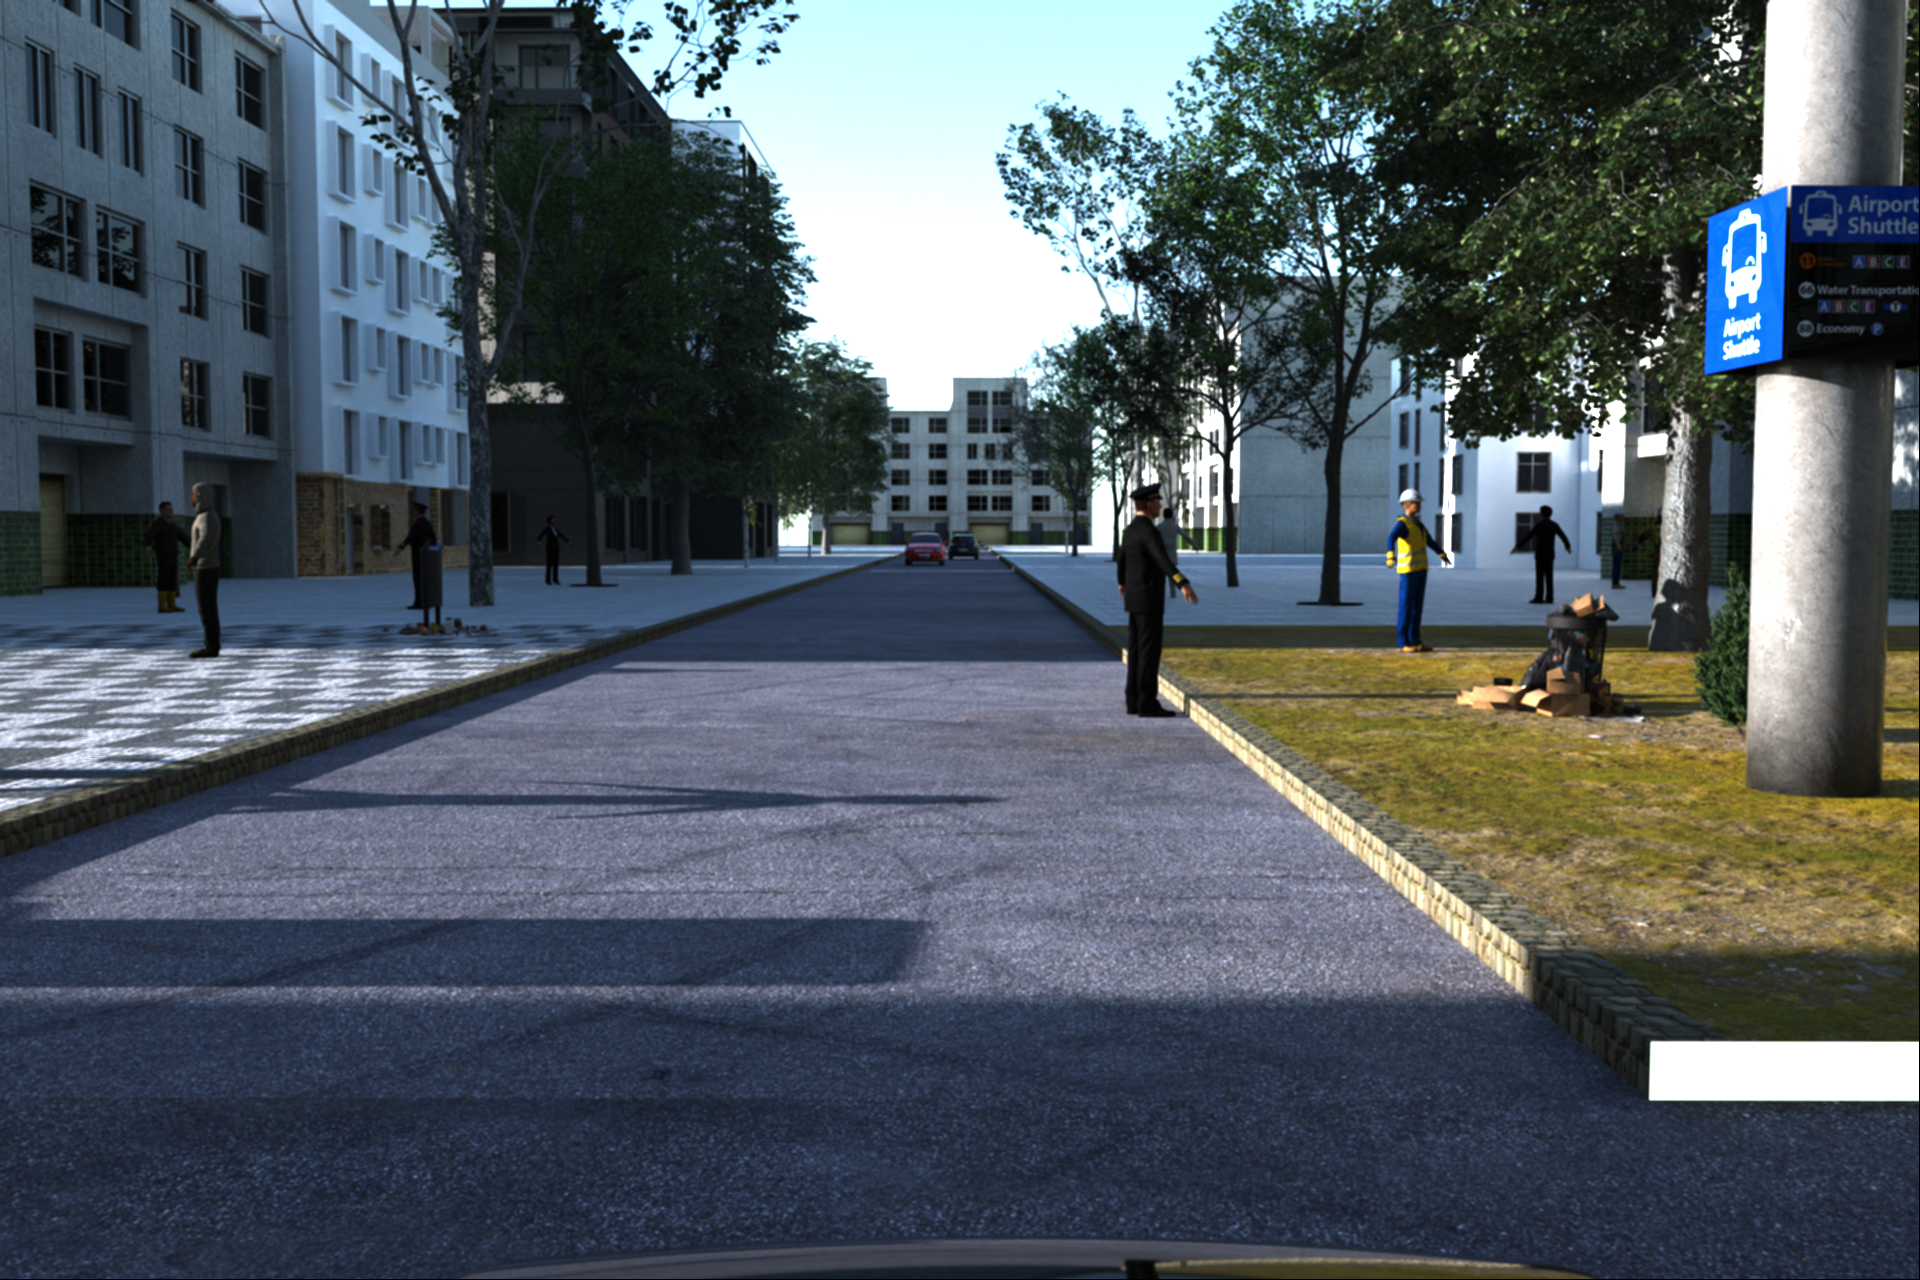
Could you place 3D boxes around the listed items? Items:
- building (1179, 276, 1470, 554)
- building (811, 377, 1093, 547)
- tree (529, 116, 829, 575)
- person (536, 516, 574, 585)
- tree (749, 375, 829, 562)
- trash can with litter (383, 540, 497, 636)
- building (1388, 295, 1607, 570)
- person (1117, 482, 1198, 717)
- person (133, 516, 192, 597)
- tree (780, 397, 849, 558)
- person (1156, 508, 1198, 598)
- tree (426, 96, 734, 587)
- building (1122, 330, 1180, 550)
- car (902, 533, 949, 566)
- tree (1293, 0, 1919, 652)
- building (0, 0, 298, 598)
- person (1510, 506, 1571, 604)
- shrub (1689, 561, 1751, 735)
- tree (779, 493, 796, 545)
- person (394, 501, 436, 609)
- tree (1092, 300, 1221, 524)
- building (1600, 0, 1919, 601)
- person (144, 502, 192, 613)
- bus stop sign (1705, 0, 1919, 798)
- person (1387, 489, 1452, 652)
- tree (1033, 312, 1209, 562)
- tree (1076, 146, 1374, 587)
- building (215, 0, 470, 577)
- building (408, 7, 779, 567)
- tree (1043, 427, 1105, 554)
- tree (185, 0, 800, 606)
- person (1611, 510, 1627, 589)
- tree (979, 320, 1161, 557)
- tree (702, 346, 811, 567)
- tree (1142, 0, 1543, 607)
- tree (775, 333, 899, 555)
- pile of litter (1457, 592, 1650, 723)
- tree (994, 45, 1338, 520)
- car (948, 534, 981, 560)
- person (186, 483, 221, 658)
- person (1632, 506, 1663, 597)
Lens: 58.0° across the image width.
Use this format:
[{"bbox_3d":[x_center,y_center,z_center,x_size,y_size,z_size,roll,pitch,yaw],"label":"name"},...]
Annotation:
[{"bbox_3d":[26.455,-15.947,127.185,16.747,18.905,31.486,0,4,0],"label":"building"},{"bbox_3d":[-1.115,-20.373,202.007,31.486,18.905,16.747,0,4,-2],"label":"building"},{"bbox_3d":[-8.831,-9.064,54.854,9.857,13.997,8.962,0,3,0],"label":"tree"},{"bbox_3d":[-10.221,-2.259,43.654,0.721,1.740,1.216,2,4,34],"label":"person"},{"bbox_3d":[-8.603,-7.868,79.001,4.360,8.622,3.978,0,3,0],"label":"tree"},{"bbox_3d":[-6.739,-0.720,22.823,1.678,1.210,2.233,0,4,0],"label":"trash can with litter"},{"bbox_3d":[23.467,-7.428,63.598,9.099,9.664,28.070,0,4,1],"label":"building"},{"bbox_3d":[1.491,-0.322,13.664,0.705,1.837,1.347,-1,4,-17],"label":"person"},{"bbox_3d":[-16.076,-1.769,35.190,0.705,1.796,1.348,3,5,44],"label":"person"},{"bbox_3d":[-8.194,-8.743,93.317,4.360,8.622,3.978,0,3,0],"label":"tree"},{"bbox_3d":[4.166,-1.755,34.873,1.347,1.806,0.705,-1,4,-10],"label":"person"},{"bbox_3d":[-9.131,-7.122,42.203,9.928,11.665,9.643,0,3,0],"label":"tree"},{"bbox_3d":[24.695,-17.876,158.735,16.747,18.905,31.486,0,3,0],"label":"building"},{"bbox_3d":[-1.599,-4.343,80.051,2.155,1.783,4.494,0,4,0],"label":"car"},{"bbox_3d":[7.937,-6.862,18.846,9.857,13.997,8.962,0,3,0],"label":"tree"},{"bbox_3d":[-27.770,-10.273,34.424,16.747,18.905,31.486,0,3,0],"label":"building"},{"bbox_3d":[10.802,-1.582,32.053,1.347,1.806,0.705,-1,4,-21],"label":"person"},{"bbox_3d":[5.162,0.007,11.002,1.383,1.207,1.383,0,3,0],"label":"shrub"},{"bbox_3d":[-19.774,-15.040,196.269,4.737,8.622,4.395,0,3,0],"label":"tree"},{"bbox_3d":[-9.253,-1.450,29.635,0.705,1.837,1.347,1,4,10],"label":"person"},{"bbox_3d":[6.849,-6.324,53.766,4.360,8.622,3.978,0,3,0],"label":"tree"},{"bbox_3d":[26.636,-10.215,33.477,16.747,18.905,31.486,0,4,1],"label":"building"},{"bbox_3d":[-12.971,-1.361,28.390,0.704,1.812,1.346,1,4,10],"label":"person"},{"bbox_3d":[4.293,-1.198,8.605,0.837,3.901,0.837,0,4,-1],"label":"bus stop sign"},{"bbox_3d":[4.991,-0.758,18.864,1.216,1.772,0.721,-3,5,-44],"label":"person"},{"bbox_3d":[7.406,-9.436,80.029,9.928,11.665,9.643,0,3,0],"label":"tree"},{"bbox_3d":[6.312,-6.577,41.943,7.601,10.594,8.767,0,4,4],"label":"tree"},{"bbox_3d":[-23.591,-12.014,52.844,16.016,20.090,11.380,0,4,-1],"label":"building"},{"bbox_3d":[-24.784,-14.685,84.079,27.936,21.610,32.646,0,4,1],"label":"building"},{"bbox_3d":[6.963,-9.785,110.348,4.737,8.622,4.395,0,3,0],"label":"tree"},{"bbox_3d":[-8.780,-10.584,28.931,12.611,20.169,13.585,0,3,0],"label":"tree"},{"bbox_3d":[15.483,-2.130,40.690,0.705,1.847,1.347,2,4,25],"label":"person"},{"bbox_3d":[6.635,-11.511,98.581,12.009,13.543,11.850,0,3,0],"label":"tree"},{"bbox_3d":[-7.978,-7.102,66.484,4.737,8.622,4.395,0,3,0],"label":"tree"},{"bbox_3d":[6.770,-6.424,30.781,9.928,11.665,9.643,0,3,0],"label":"tree"},{"bbox_3d":[-8.470,-12.333,108.299,9.857,13.997,8.962,0,3,0],"label":"tree"},{"bbox_3d":[4.291,0.084,12.589,1.176,0.858,1.719,0,4,0],"label":"pile of litter"},{"bbox_3d":[8.253,-12.891,66.654,12.611,20.169,13.585,0,3,0],"label":"tree"},{"bbox_3d":[0.208,-5.419,98.393,2.009,1.686,4.222,0,4,1],"label":"car"},{"bbox_3d":[-7.889,-0.729,18.048,0.705,1.813,1.348,-1,4,-20],"label":"person"},{"bbox_3d":[14.236,-1.792,35.069,0.705,1.858,1.354,-3,5,-43],"label":"person"}]
